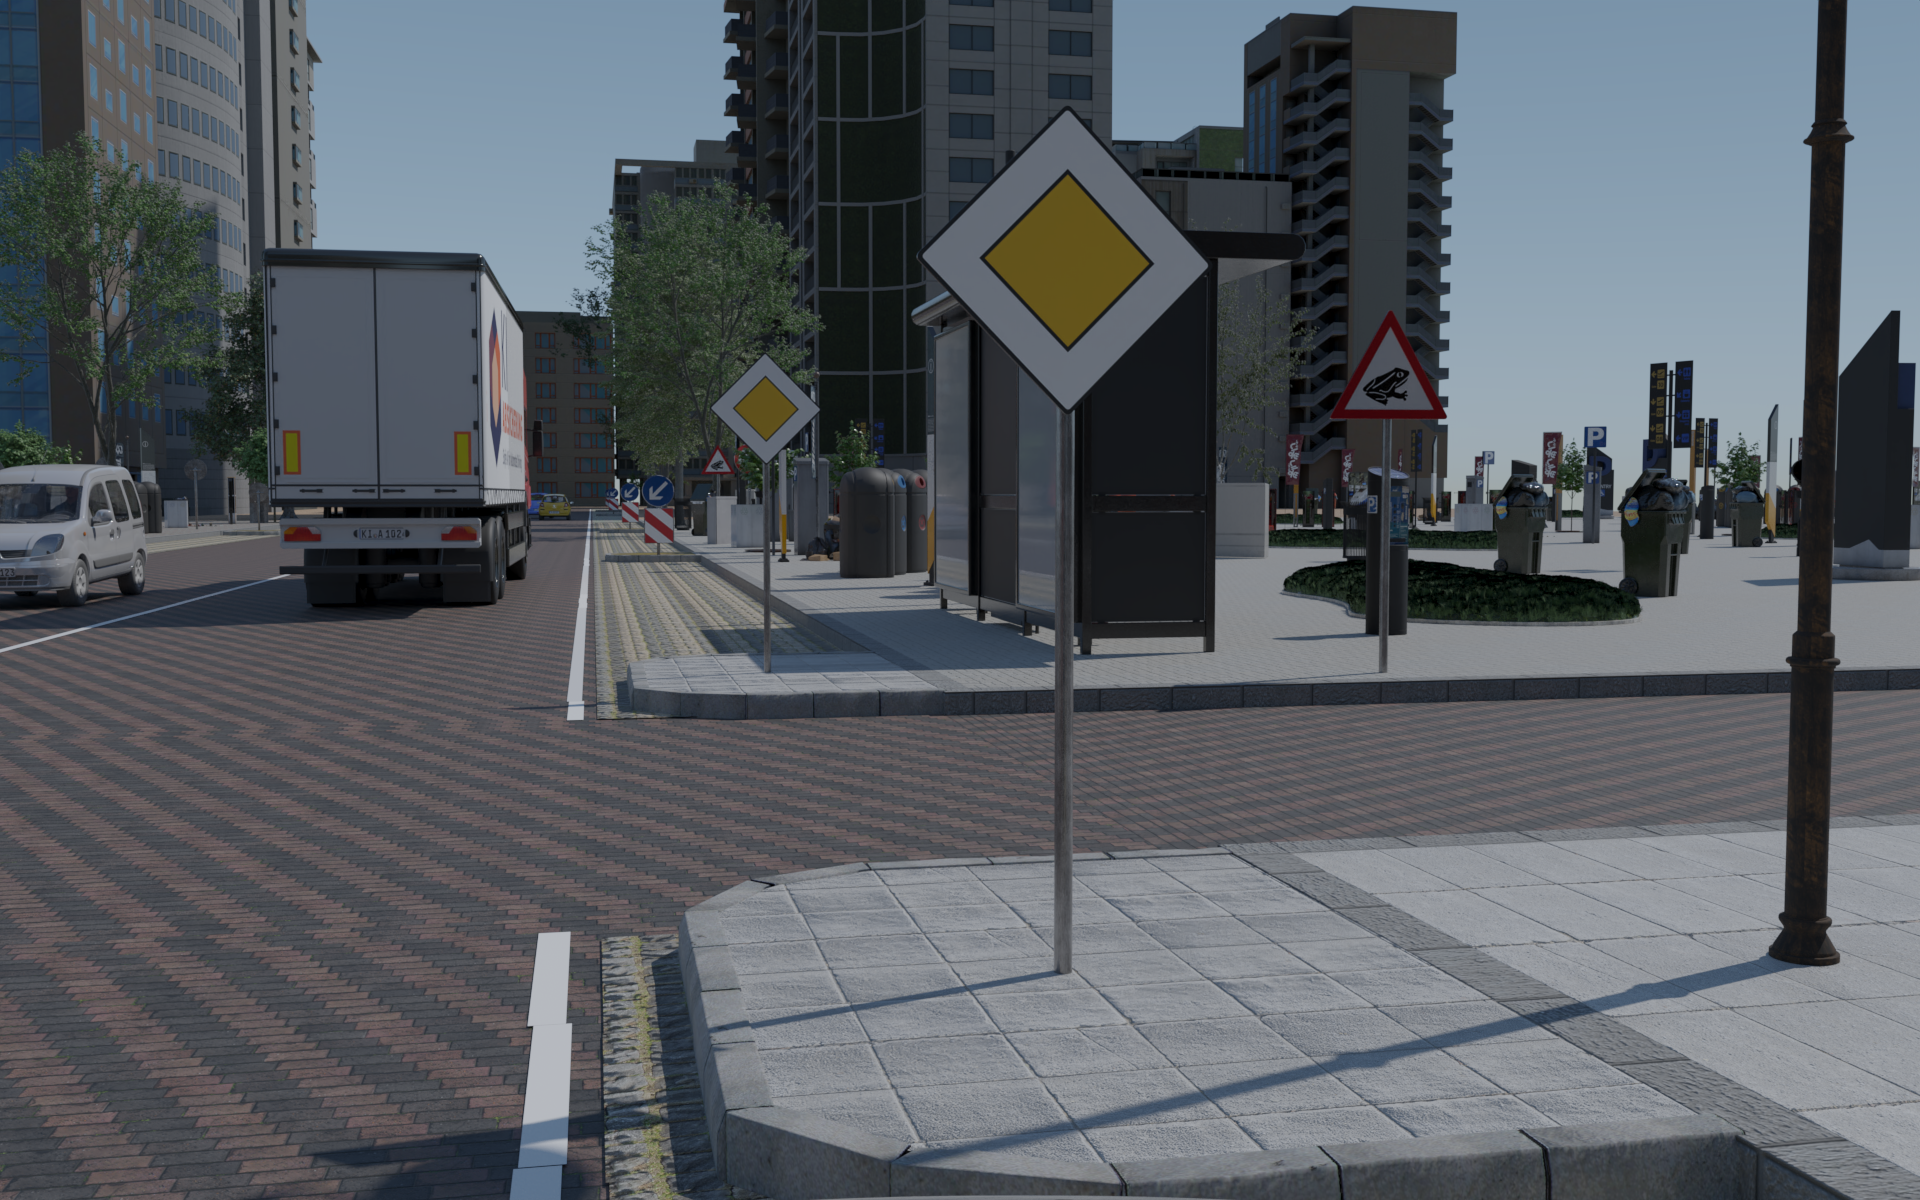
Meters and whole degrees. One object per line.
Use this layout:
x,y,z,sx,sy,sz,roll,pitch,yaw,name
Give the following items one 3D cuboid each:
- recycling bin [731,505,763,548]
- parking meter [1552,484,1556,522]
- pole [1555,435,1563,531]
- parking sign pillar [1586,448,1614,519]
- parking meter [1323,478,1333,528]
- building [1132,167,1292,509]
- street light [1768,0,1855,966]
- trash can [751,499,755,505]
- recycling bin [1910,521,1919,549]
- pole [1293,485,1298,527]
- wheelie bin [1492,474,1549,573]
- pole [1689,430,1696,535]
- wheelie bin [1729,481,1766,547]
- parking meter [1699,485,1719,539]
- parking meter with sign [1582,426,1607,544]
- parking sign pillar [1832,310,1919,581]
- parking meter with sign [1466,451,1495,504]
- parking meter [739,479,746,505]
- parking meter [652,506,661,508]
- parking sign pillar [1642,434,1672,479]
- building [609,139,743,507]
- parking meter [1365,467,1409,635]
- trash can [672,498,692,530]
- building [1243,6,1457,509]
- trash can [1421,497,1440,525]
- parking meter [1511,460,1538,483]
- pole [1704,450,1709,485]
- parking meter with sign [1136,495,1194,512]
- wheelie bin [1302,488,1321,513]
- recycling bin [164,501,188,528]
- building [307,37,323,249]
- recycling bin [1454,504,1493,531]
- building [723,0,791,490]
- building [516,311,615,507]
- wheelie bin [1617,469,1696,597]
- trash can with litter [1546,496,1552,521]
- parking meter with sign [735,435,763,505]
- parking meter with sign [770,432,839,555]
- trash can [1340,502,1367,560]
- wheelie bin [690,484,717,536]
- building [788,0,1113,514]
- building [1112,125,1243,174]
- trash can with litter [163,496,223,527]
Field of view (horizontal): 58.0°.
-5.087,-1.780,41.655,0.722,1.027,0.722,-1,4,-20,recycling bin
27.400,-4.512,79.482,0.255,1.863,0.399,-3,5,-43,parking meter
20.534,-4.007,59.352,0.158,3.312,0.155,0,3,0,pole
32.813,-6.136,88.792,1.447,3.967,1.447,0,4,-2,parking sign pillar
13.586,-3.563,63.971,0.255,1.863,0.399,0,4,-7,parking meter
20.819,-23.575,157.153,14.107,30.474,14.160,-1,4,-12,building
2.336,-1.947,4.615,0.468,5.910,1.993,-1,4,-12,street light
-6.221,-2.606,54.260,0.748,1.137,0.748,0,3,0,trash can
22.055,-1.718,40.638,0.722,1.027,0.722,1,4,12,recycling bin
12.991,-4.471,66.949,0.158,3.312,0.155,0,3,0,pole
9.099,-1.231,28.041,0.980,1.594,0.693,-3,5,-41,wheelie bin
23.195,-3.731,54.843,0.158,3.312,0.155,0,3,0,pole
19.097,-2.088,42.040,0.693,1.594,0.980,0,4,4,wheelie bin
21.275,-2.501,49.304,0.372,1.533,0.369,0,3,0,parking meter
16.594,-3.005,45.396,0.543,3.016,1.738,1,4,18,parking meter with sign
13.796,-2.304,26.139,1.447,3.967,1.447,0,4,-4,parking sign pillar
21.071,-4.562,70.846,0.543,3.016,1.738,-1,4,-20,parking meter with sign
-8.336,-3.710,66.374,0.255,1.863,0.399,-1,4,-15,parking meter
-13.372,-4.156,76.354,0.372,1.533,0.369,0,3,0,parking meter
24.443,-4.421,60.756,1.447,3.967,1.447,0,4,-6,parking sign pillar
-26.595,-30.642,192.872,23.993,40.220,32.217,-1,4,-12,building
3.911,-0.455,15.849,0.372,1.533,0.369,0,3,0,parking meter
-9.786,-3.029,61.177,0.748,1.137,0.748,0,3,0,trash can
34.976,-31.074,158.169,14.200,45.320,14.600,-1,4,-12,building
19.851,-3.758,73.099,0.748,1.137,0.748,0,3,0,trash can
9.546,-1.444,29.318,0.255,1.863,0.399,-3,5,-42,parking meter
34.312,-5.247,79.634,0.158,3.312,0.155,0,3,0,pole
3.824,-2.330,34.356,1.738,3.016,0.543,1,4,9,parking meter with sign
18.980,-5.239,93.567,0.980,1.594,0.693,0,4,7,wheelie bin
-29.734,-3.250,65.695,0.722,1.027,0.722,-2,4,-34,recycling bin
-80.030,-36.120,179.800,27.495,52.752,28.713,-1,4,-12,building
13.379,-1.994,45.154,0.722,1.027,0.722,-1,4,-18,recycling bin
-7.698,-29.796,141.789,22.147,44.769,28.867,-1,4,-12,building
-52.148,-20.883,186.471,28.899,21.520,27.650,-1,4,-12,building
8.723,-0.848,21.769,0.693,1.594,0.980,3,5,43,wheelie bin
27.986,-4.311,81.870,0.624,1.170,1.055,2,4,35,trash can with litter
-5.146,-3.078,46.583,1.738,3.016,0.543,-1,4,-11,parking meter with sign
-3.116,-2.457,36.439,1.738,3.016,0.543,-1,4,-17,parking meter with sign
7.611,-1.307,33.020,0.748,1.137,0.748,0,3,0,trash can
-7.826,-2.760,53.033,0.980,1.594,0.693,3,4,36,wheelie bin
-2.478,-41.504,116.846,20.563,71.187,20.611,-1,4,-12,building
22.747,-31.263,194.737,14.086,41.232,14.154,-1,4,-12,building
-30.385,-3.518,68.572,2.233,1.210,1.678,-2,4,-28,trash can with litter
